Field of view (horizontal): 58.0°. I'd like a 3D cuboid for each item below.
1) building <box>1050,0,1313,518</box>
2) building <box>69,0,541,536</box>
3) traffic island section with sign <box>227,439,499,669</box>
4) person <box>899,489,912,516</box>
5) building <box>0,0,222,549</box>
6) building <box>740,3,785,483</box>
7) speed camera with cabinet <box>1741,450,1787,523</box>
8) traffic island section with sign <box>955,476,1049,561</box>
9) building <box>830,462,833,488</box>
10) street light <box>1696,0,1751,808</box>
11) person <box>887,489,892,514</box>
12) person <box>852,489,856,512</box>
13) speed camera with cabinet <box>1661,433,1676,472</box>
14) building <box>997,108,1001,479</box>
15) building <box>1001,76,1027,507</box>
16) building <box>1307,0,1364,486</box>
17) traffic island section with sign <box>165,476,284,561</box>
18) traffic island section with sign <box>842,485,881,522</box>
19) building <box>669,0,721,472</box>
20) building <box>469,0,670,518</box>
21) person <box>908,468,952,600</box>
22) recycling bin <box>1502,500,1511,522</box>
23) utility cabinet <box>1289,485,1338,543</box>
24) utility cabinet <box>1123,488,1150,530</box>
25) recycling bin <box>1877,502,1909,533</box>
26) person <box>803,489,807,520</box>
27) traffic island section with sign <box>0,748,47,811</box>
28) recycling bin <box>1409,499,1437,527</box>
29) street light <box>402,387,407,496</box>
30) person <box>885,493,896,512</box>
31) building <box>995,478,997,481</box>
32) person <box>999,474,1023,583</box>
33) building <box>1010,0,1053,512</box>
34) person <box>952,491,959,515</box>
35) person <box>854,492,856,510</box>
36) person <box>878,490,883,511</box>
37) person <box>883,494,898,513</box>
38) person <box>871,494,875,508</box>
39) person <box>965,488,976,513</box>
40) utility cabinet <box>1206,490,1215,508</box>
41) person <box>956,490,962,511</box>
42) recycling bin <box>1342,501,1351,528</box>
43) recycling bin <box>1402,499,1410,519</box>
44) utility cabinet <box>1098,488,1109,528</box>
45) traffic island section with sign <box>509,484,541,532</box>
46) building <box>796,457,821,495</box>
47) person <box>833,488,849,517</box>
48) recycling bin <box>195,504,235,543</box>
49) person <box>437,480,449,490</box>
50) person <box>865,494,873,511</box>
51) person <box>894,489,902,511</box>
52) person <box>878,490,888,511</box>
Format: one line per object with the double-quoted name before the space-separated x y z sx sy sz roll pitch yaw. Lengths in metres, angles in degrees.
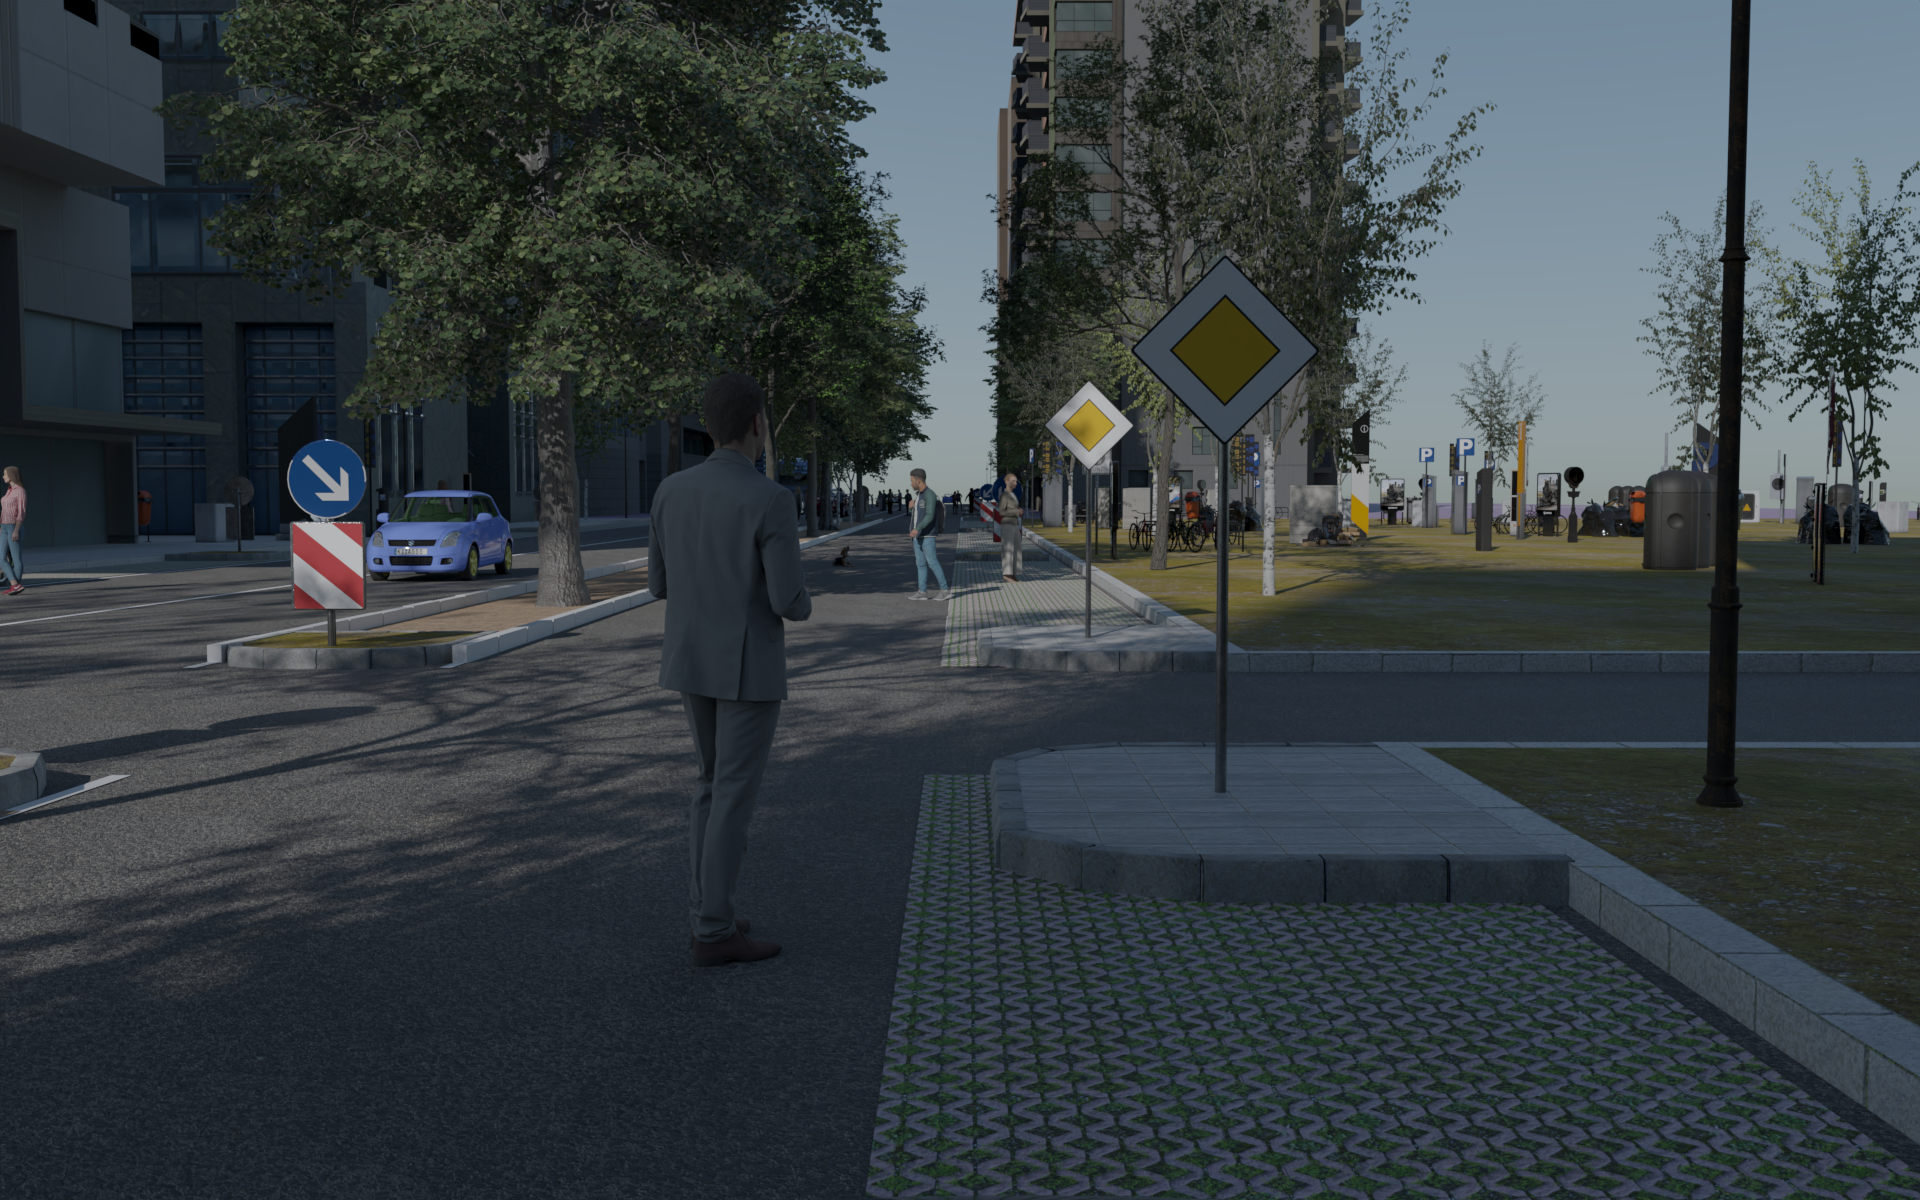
"building" 12.138 -20.113 100.556 14.160 30.474 14.107 0 4 0
"building" -29.138 -46.065 65.836 22.319 86.520 31.000 0 4 0
"traffic island section with sign" -5.287 -0.428 15.134 2.006 1.907 1.989 0 4 0
"person" -3.543 -6.366 113.114 0.750 1.759 0.617 -2 4 -32
"building" -32.449 -26.939 29.697 28.713 52.752 27.495 0 4 0
"building" -29.462 -53.584 188.764 22.319 86.520 31.000 0 4 0
"speed camera with cabinet" 35.835 -5.083 77.446 2.038 3.252 0.660 2 4 25
"traffic island section with sign" 0.899 -1.771 37.584 1.989 1.847 2.006 0 4 0
"building" -25.452 -34.158 242.073 14.154 41.232 14.086 0 4 0
"street light" 3.144 -2.092 6.989 0.468 5.910 1.993 0 4 0
"person" -4.970 -6.978 122.607 0.705 1.823 1.348 -1 4 -10
"person" -8.208 -7.746 135.143 1.348 1.824 0.705 -3 4 -36
"speed camera with cabinet" 22.762 -3.723 55.208 0.660 3.252 2.038 1 4 17
"building" 11.234 -33.462 197.209 14.600 45.320 14.200 0 4 0
"building" 12.083 -32.578 182.768 14.600 45.320 14.200 0 4 0
"building" 15.478 -28.564 121.640 22.147 44.769 28.867 0 4 0
"traffic island section with sign" -15.922 -1.782 37.766 1.989 1.847 2.006 0 4 0
"traffic island section with sign" -5.107 -5.024 90.272 2.006 1.907 1.989 0 4 0
"building" -29.994 -30.946 129.672 21.300 48.544 21.600 0 4 0
"building" -30.422 -34.372 103.976 21.231 58.520 28.212 0 4 0
"person" -0.476 -0.891 23.424 0.721 1.781 0.623 -2 4 -31
"recycling bin" 22.893 -3.630 71.903 0.722 1.027 0.722 1 4 20
"utility cabinet" 9.044 -2.177 44.265 1.173 1.500 0.318 1 4 23
"utility cabinet" 6.304 -3.261 62.002 0.318 1.500 1.173 -2 4 -34
"recycling bin" 30.965 -2.749 57.502 0.722 1.027 0.722 -2 4 -35
"person" -8.329 -5.273 95.431 0.721 1.743 1.217 0 4 2
"traffic island section with sign" -5.315 0.025 7.727 2.006 1.907 1.989 0 4 0
"recycling bin" 18.240 -3.394 68.042 0.722 1.027 0.722 3 5 41
"street light" -17.830 -5.065 55.601 0.468 5.910 1.993 0 4 0
"person" -5.643 -8.026 139.868 0.705 1.807 1.348 3 4 38
"building" 16.533 -36.726 220.073 23.786 49.044 30.456 0 4 0
"person" 0.839 -1.144 27.754 0.362 1.759 0.519 2 4 25
"building" 15.628 -30.326 150.453 22.147 44.769 28.867 0 4 0
"person" -0.297 -6.795 121.072 0.593 1.643 0.415 2 4 32
"person" -9.469 -9.114 158.452 0.436 1.711 0.756 0 4 -1
"person" -6.864 -8.561 149.145 0.551 1.740 0.621 2 4 30
"person" -5.197 -7.357 129.499 1.217 1.735 0.721 1 4 18
"person" -9.217 -10.433 182.333 0.557 1.426 1.065 1 4 14
"person" 0.807 -6.704 117.747 1.348 1.869 0.705 -3 5 -41
"utility cabinet" 13.037 -4.878 88.429 1.173 1.500 0.318 -3 5 -39
"person" -0.043 -8.484 147.658 0.683 1.767 0.568 -1 4 -17
"recycling bin" 14.587 -3.311 66.685 0.722 1.027 0.722 -1 4 -18
"recycling bin" 23.274 -4.692 89.261 0.722 1.027 0.722 -1 4 -18
"utility cabinet" 5.484 -3.441 64.933 0.318 1.500 1.173 -2 4 -24
"traffic island section with sign" -15.849 -3.469 65.338 1.989 1.847 2.006 0 4 0
"building" -32.121 -23.009 221.240 27.650 21.520 28.899 0 4 0
"person" -7.295 -5.976 106.198 1.348 1.826 0.705 2 4 33
"recycling bin" -19.841 -2.053 46.117 0.722 1.027 0.722 1 4 19
"person" -11.621 -1.825 38.928 0.593 1.750 0.643 2 4 28
"person" -7.666 -8.211 142.734 1.348 1.826 0.705 -3 5 -39
"person" -5.261 -8.504 147.415 0.599 1.838 0.709 -2 4 -25
"person" -6.474 -8.457 146.855 0.705 1.814 1.350 -3 5 -44
